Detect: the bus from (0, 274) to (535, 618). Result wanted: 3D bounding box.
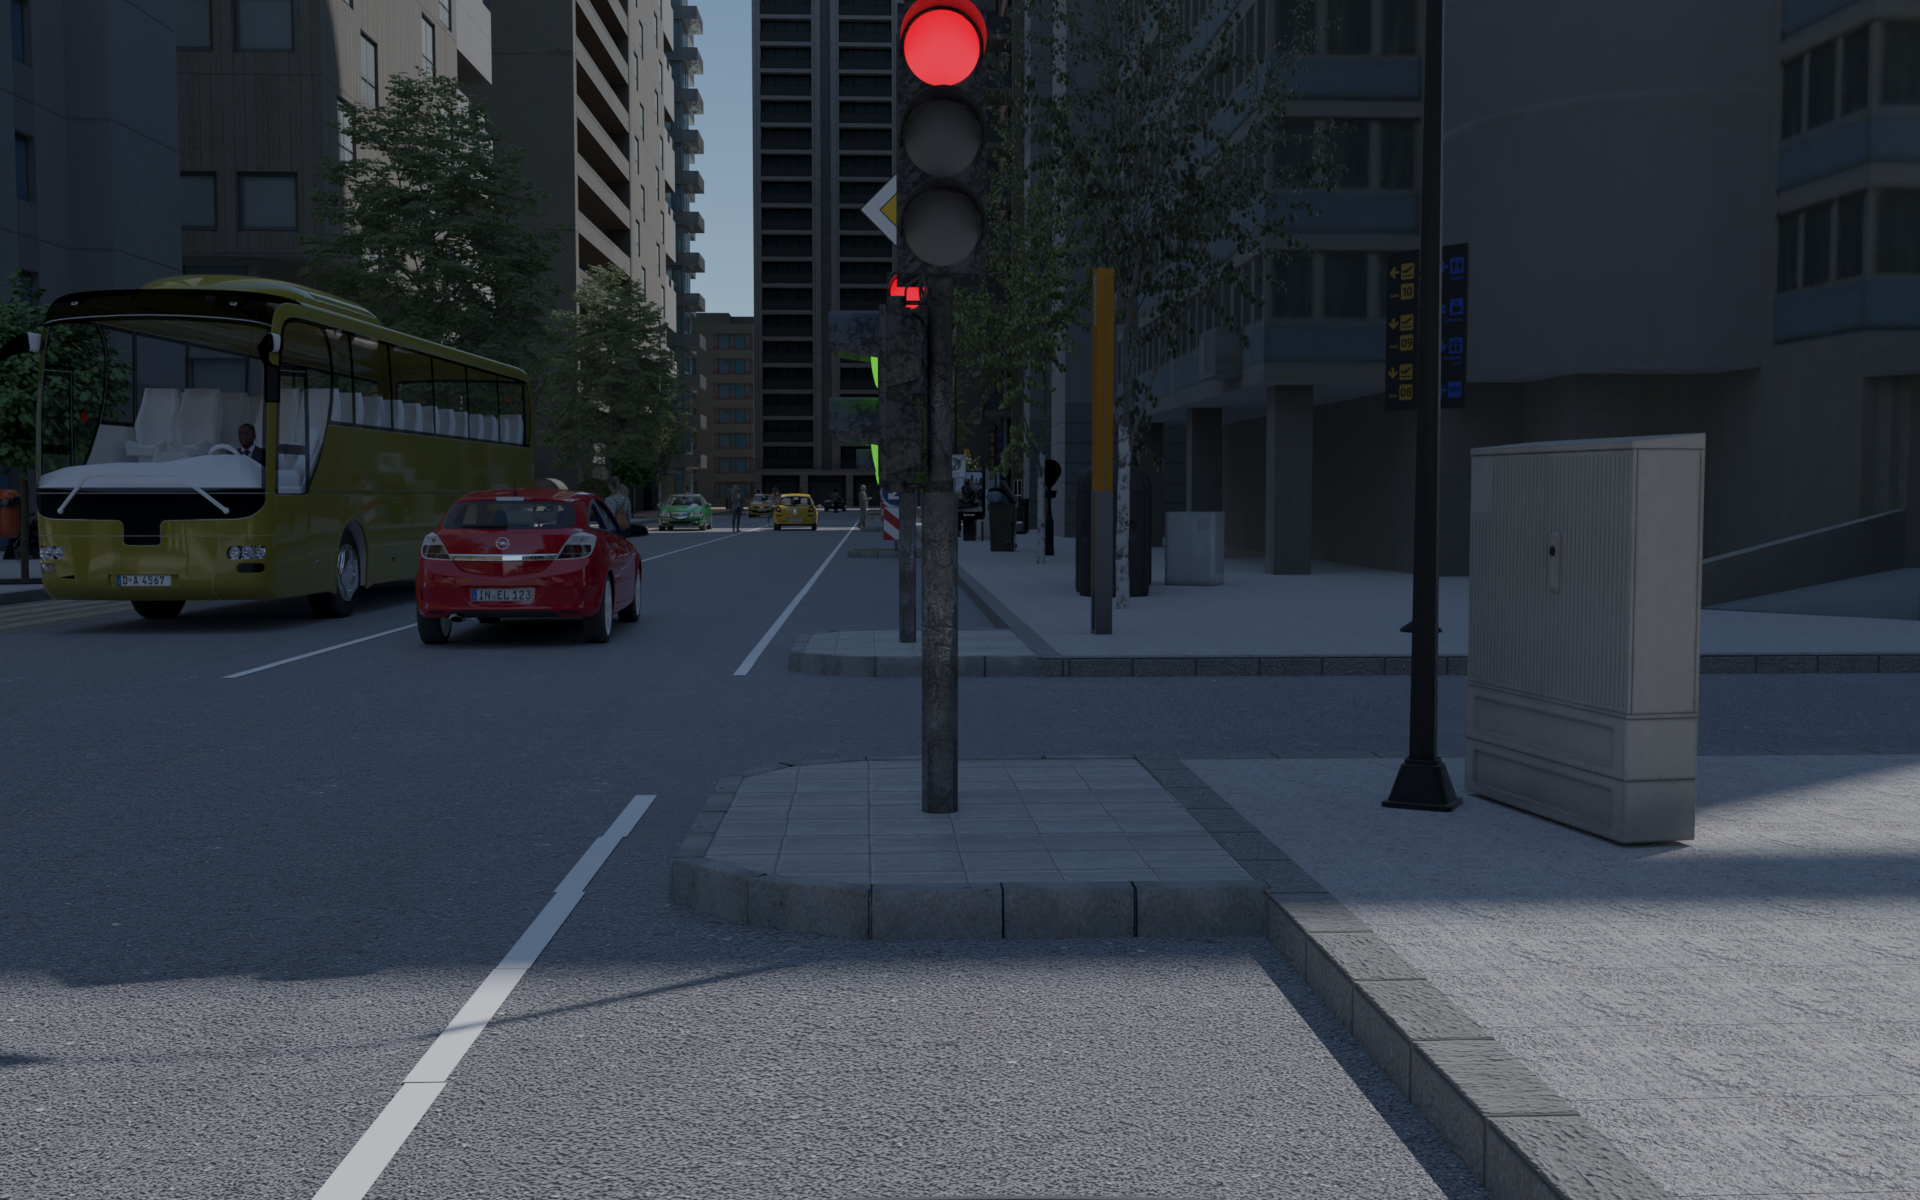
[{"bbox_3d":[-8.347,-1.939,23.256,2.896,3.916,12.252,0,4,-1],"label":"bus"}]

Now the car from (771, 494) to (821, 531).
[{"bbox_3d":[-6.583,-3.625,69.488,2.015,1.641,3.980,0,4,-4],"label":"car"}]

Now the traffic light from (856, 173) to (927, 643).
[{"bbox_3d":[-0.472,-1.588,14.878,0.839,4.253,0.868,0,4,-3],"label":"traffic light"}]

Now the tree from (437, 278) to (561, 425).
[{"bbox_3d":[-15.296,-6.493,56.519,4.737,8.622,4.395,0,3,0],"label":"tree"}]

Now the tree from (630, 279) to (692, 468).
[{"bbox_3d":[-17.003,-10.234,85.450,7.486,12.596,7.792,0,3,0],"label":"tree"}]

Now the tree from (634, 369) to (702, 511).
[{"bbox_3d":[-17.129,-9.150,99.960,4.737,8.622,4.395,0,3,0],"label":"tree"}]

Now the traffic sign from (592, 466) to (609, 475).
[{"bbox_3d":[-16.209,-4.766,78.022,0.768,2.556,0.104,0,4,7],"label":"traffic sign"}]

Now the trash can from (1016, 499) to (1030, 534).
[{"bbox_3d":[1.904,-2.671,55.332,0.748,1.137,0.748,0,3,0],"label":"trash can"}]

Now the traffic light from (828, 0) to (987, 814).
[{"bbox_3d":[-0.100,-1.100,6.901,0.839,4.253,0.868,0,4,-3],"label":"traffic light"}]

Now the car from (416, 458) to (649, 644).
[{"bbox_3d":[-4.384,-0.552,18.067,2.155,1.783,4.494,0,4,-5],"label":"car"}]

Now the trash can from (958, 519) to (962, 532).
[{"bbox_3d":[-0.255,-2.719,56.115,0.748,1.137,0.748,0,3,0],"label":"trash can"}]

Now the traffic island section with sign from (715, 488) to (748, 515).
[{"bbox_3d":[-15.373,-6.578,116.174,1.989,1.847,2.006,0,4,-3],"label":"traffic island section with sign"}]

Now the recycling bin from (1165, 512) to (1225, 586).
[{"bbox_3d":[3.323,-0.731,24.504,0.722,1.027,0.722,1,4,19],"label":"recycling bin"}]

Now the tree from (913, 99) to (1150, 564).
[{"bbox_3d":[1.259,-4.978,31.750,4.737,8.622,4.395,0,3,0],"label":"tree"}]

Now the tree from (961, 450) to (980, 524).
[{"bbox_3d":[0.474,-4.921,75.054,1.663,3.219,1.824,0,3,0],"label":"tree"}]

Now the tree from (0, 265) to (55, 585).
[{"bbox_3d":[-13.562,-2.522,24.952,4.285,4.588,4.351,0,3,0],"label":"tree"}]

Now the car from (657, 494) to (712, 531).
[{"bbox_3d":[-10.902,-3.494,68.922,2.131,1.459,4.920,0,4,-3],"label":"car"}]

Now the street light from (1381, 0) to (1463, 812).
[{"bbox_3d":[1.369,-2.105,6.957,1.470,5.913,1.316,0,4,-3],"label":"street light"}]

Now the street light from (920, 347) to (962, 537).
[{"bbox_3d":[-0.669,-4.835,51.593,1.470,5.913,1.316,0,4,-3],"label":"street light"}]

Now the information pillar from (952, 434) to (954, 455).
[{"bbox_3d":[-0.258,-4.615,66.812,0.183,3.616,0.504,1,4,8],"label":"information pillar"}]

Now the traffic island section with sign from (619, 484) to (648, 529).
[{"bbox_3d":[-13.059,-3.542,66.540,1.989,1.847,2.006,0,4,-3],"label":"traffic island section with sign"}]

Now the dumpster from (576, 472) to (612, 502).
[{"bbox_3d":[-15.877,-4.466,75.507,1.502,2.255,1.985,0,4,-3],"label":"dumpster"}]

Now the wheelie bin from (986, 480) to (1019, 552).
[{"bbox_3d":[0.947,-1.889,38.788,0.693,1.594,0.980,0,4,8],"label":"wheelie bin"}]

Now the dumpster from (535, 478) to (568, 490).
[{"bbox_3d":[-15.214,-3.551,63.811,1.264,1.857,1.865,0,4,-3],"label":"dumpster"}]

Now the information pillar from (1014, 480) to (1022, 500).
[{"bbox_3d":[2.957,-5.149,88.678,0.304,2.012,0.304,-3,5,-41],"label":"information pillar"}]

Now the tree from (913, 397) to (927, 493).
[{"bbox_3d":[-2.389,-9.376,103.667,4.360,8.622,3.978,0,3,0],"label":"tree"}]

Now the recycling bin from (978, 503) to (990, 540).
[{"bbox_3d":[0.994,-2.233,49.070,0.722,1.027,0.722,-3,4,-37],"label":"recycling bin"}]

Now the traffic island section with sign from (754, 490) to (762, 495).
[{"bbox_3d":[-16.620,-8.225,143.100,1.989,1.847,2.006,0,4,-3],"label":"traffic island section with sign"}]

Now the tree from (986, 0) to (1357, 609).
[{"bbox_3d":[2.054,-4.207,19.153,4.360,8.622,3.978,0,3,0],"label":"tree"}]

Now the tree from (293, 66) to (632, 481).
[{"bbox_3d":[-14.037,-7.855,46.564,7.486,12.596,7.792,0,3,0],"label":"tree"}]

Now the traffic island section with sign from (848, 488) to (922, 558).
[{"bbox_3d":[-1.566,-1.892,39.566,1.989,1.847,2.006,0,4,-3],"label":"traffic island section with sign"}]

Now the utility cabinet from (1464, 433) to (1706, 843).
[{"bbox_3d":[2.407,0.114,6.811,0.318,1.500,1.173,-1,4,-12],"label":"utility cabinet"}]

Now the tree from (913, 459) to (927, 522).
[{"bbox_3d":[-1.448,-5.283,80.974,1.663,3.219,1.824,0,3,0],"label":"tree"}]

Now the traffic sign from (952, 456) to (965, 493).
[{"bbox_3d":[-0.144,-2.634,45.202,0.606,2.300,0.079,0,4,3],"label":"traffic sign"}]

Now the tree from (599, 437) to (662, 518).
[{"bbox_3d":[-17.779,-6.711,93.436,4.285,4.588,4.351,0,3,0],"label":"tree"}]
